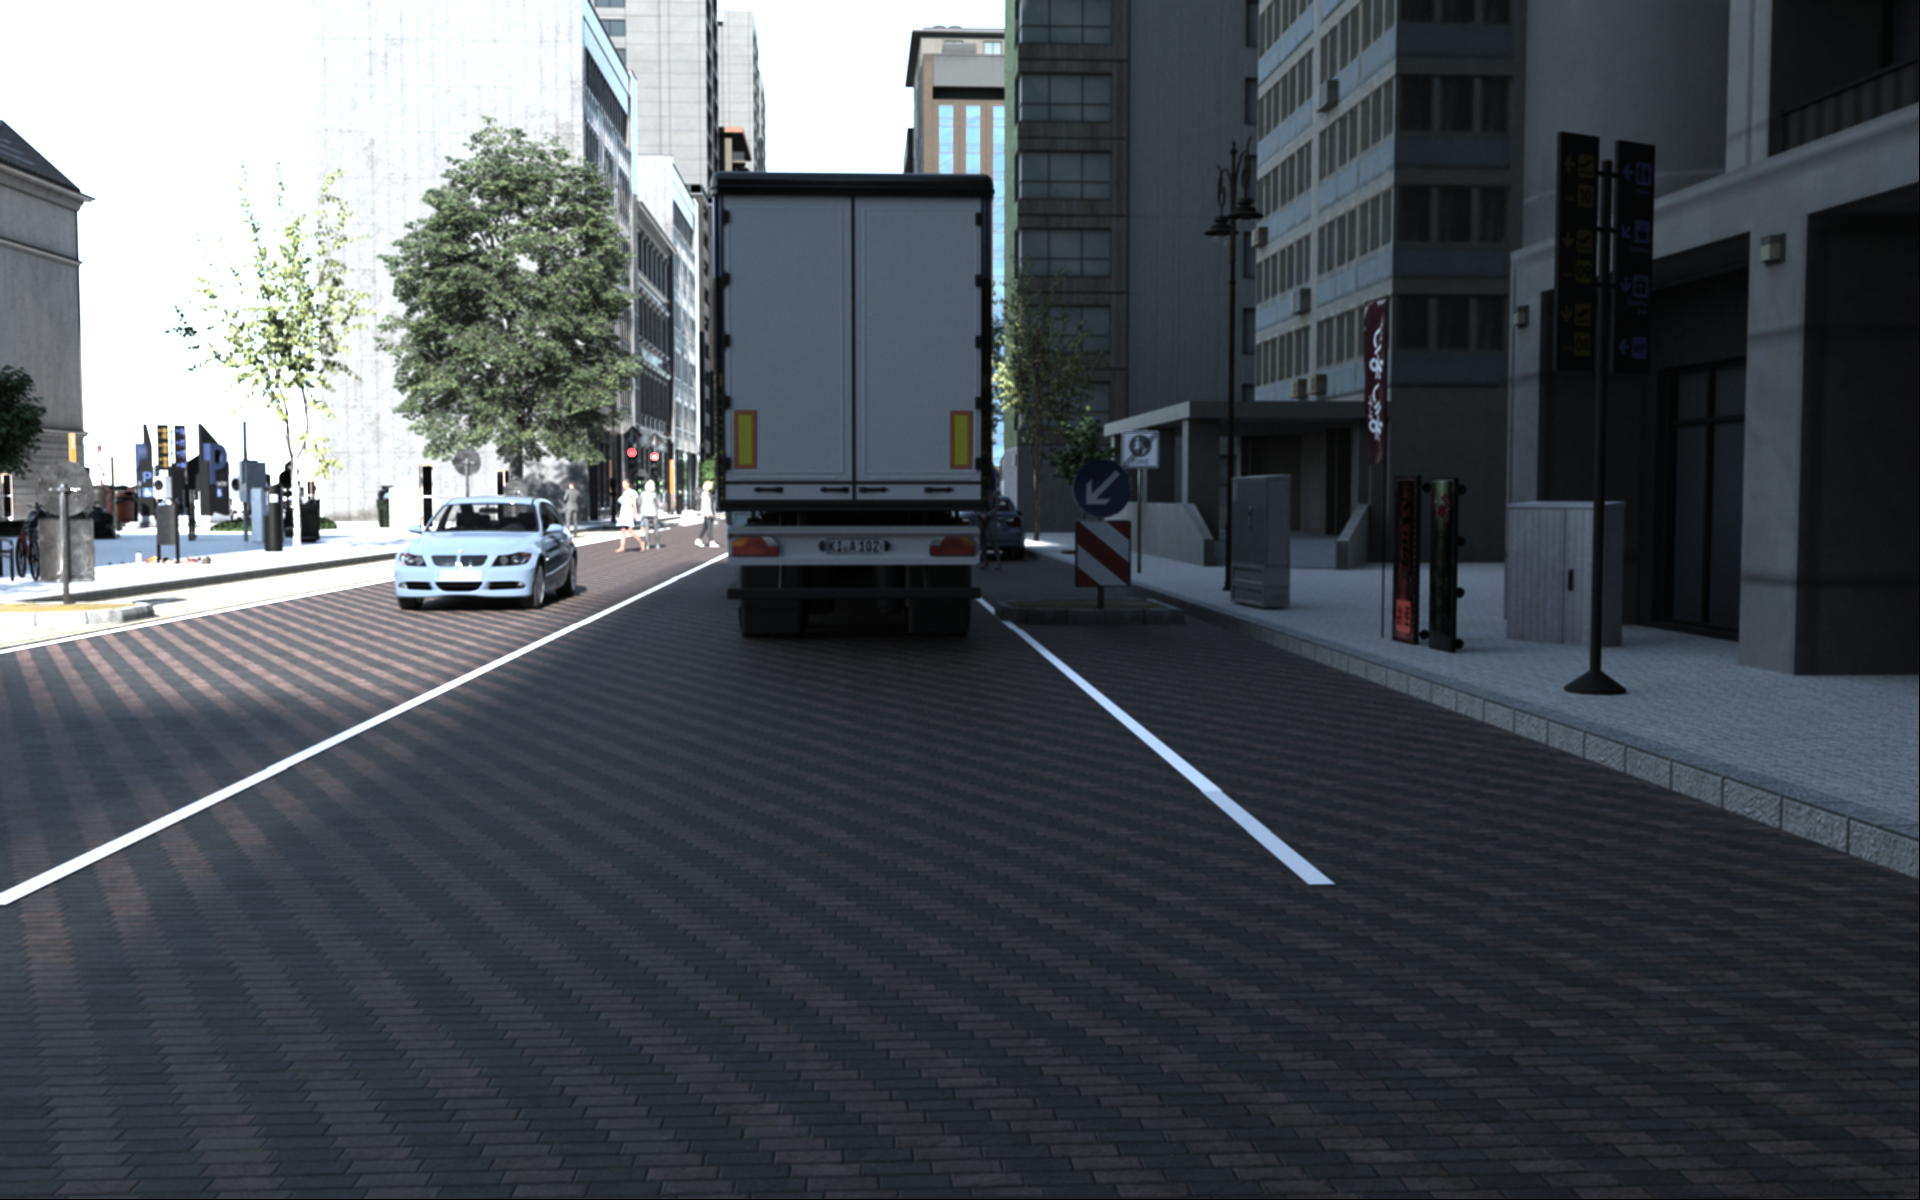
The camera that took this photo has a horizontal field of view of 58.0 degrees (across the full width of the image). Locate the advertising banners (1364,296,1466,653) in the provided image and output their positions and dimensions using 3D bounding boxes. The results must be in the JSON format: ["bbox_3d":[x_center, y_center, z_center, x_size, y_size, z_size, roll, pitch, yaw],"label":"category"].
[{"bbox_3d":[3.849,-1.141,14.842,0.090,3.025,2.074,-1,4,-8],"label":"advertising banners"}]

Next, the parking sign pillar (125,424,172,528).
[{"bbox_3d":[-30.967,-4.729,65.787,1.447,3.967,1.447,-2,4,-33],"label":"parking sign pillar"}]

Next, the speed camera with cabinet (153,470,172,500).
[{"bbox_3d":[-40.855,-5.690,87.374,2.038,3.252,0.660,1,4,12],"label":"speed camera with cabinet"}]

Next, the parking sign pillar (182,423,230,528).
[{"bbox_3d":[-28.605,-4.768,66.425,1.447,3.967,1.447,1,4,11],"label":"parking sign pillar"}]

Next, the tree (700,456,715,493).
[{"bbox_3d":[-20.502,-9.824,144.330,4.285,4.588,4.351,0,3,0],"label":"tree"}]

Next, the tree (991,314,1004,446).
[{"bbox_3d":[-0.135,-10.182,92.236,9.928,11.665,9.643,0,3,0],"label":"tree"}]

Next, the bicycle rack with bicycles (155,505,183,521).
[{"bbox_3d":[-39.181,-4.269,83.184,2.925,0.926,2.852,3,4,36],"label":"bicycle rack with bicycles"}]

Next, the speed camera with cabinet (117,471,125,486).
[{"bbox_3d":[-70.444,-9.256,145.671,0.660,3.252,2.038,-2,4,-33],"label":"speed camera with cabinet"}]

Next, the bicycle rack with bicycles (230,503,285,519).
[{"bbox_3d":[-28.238,-3.428,69.425,2.925,0.926,2.852,0,4,8],"label":"bicycle rack with bicycles"}]

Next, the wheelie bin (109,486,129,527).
[{"bbox_3d":[-32.602,-3.625,67.182,0.980,1.594,0.693,-1,4,-18],"label":"wheelie bin"}]

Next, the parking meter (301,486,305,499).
[{"bbox_3d":[-50.115,-7.712,131.796,0.399,1.863,0.255,1,4,10],"label":"parking meter"}]

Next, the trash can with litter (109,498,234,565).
[{"bbox_3d":[-14.369,-1.269,31.810,2.233,1.210,1.678,2,4,26],"label":"trash can with litter"}]

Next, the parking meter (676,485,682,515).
[{"bbox_3d":[-17.211,-6.140,106.097,0.255,1.863,0.399,-2,4,-26],"label":"parking meter"}]

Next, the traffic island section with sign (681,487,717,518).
[{"bbox_3d":[-15.353,-5.707,101.938,1.989,1.847,2.006,0,4,-3],"label":"traffic island section with sign"}]

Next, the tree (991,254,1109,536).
[{"bbox_3d":[2.406,-6.276,52.972,4.737,8.622,4.395,0,3,0],"label":"tree"}]

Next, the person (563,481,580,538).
[{"bbox_3d":[-12.630,-2.920,56.044,0.447,1.846,0.655,3,5,43],"label":"person"}]

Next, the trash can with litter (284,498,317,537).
[{"bbox_3d":[-19.649,-2.457,51.554,1.055,1.170,0.624,-1,4,-16],"label":"trash can with litter"}]

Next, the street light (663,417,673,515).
[{"bbox_3d":[-17.563,-8.039,104.223,0.468,5.910,1.993,0,4,-3],"label":"street light"}]

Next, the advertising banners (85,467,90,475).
[{"bbox_3d":[-55.594,-7.077,111.900,2.074,3.025,0.090,-1,4,-17],"label":"advertising banners"}]

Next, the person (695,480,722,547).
[{"bbox_3d":[-6.887,-2.365,47.350,0.728,1.800,0.709,1,4,14],"label":"person"}]

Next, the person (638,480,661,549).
[{"bbox_3d":[-8.145,-2.246,45.408,0.537,1.800,0.526,0,4,7],"label":"person"}]

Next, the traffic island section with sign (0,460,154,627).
[{"bbox_3d":[-10.287,-0.663,19.472,1.989,1.847,2.006,0,4,-3],"label":"traffic island section with sign"}]

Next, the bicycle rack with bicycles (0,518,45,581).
[{"bbox_3d":[-15.165,-0.769,25.949,2.852,0.926,2.925,-2,4,-32],"label":"bicycle rack with bicycles"}]

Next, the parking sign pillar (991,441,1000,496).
[{"bbox_3d":[1.399,-6.003,86.618,1.447,3.967,1.447,0,4,1],"label":"parking sign pillar"}]

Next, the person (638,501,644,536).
[{"bbox_3d":[-10.849,-2.813,59.175,0.352,1.250,0.332,1,4,22],"label":"person"}]

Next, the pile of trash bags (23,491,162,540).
[{"bbox_3d":[-25.111,-2.453,49.851,1.912,1.369,3.447,1,4,17],"label":"pile of trash bags"}]

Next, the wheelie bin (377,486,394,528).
[{"bbox_3d":[-21.743,-3.543,65.841,0.980,1.594,0.693,2,4,33],"label":"wheelie bin"}]

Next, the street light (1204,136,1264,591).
[{"bbox_3d":[3.586,-3.063,22.869,0.468,5.910,1.993,0,4,-3],"label":"street light"}]

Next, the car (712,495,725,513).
[{"bbox_3d":[-15.951,-6.333,115.548,2.014,1.417,4.499,0,4,-5],"label":"car"}]

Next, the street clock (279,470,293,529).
[{"bbox_3d":[-20.627,-2.971,53.152,0.471,2.002,0.358,-1,4,-11],"label":"street clock"}]

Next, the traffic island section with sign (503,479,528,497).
[{"bbox_3d":[-11.943,-2.309,46.378,1.989,1.847,2.006,0,4,-3],"label":"traffic island section with sign"}]

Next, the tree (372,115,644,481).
[{"bbox_3d":[-15.471,-9.397,60.295,9.857,13.997,8.962,0,3,0],"label":"tree"}]

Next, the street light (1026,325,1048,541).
[{"bbox_3d":[2.098,-4.565,47.420,0.468,5.910,1.993,0,4,-3],"label":"street light"}]

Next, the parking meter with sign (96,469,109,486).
[{"bbox_3d":[-59.493,-7.597,120.469,0.543,3.016,1.738,-1,4,-12],"label":"parking meter with sign"}]

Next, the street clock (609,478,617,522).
[{"bbox_3d":[-15.666,-4.505,78.222,0.358,2.002,0.471,-1,4,-17],"label":"street clock"}]

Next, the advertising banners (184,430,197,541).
[{"bbox_3d":[-21.307,-3.163,47.904,0.090,3.025,2.074,-1,4,-18],"label":"advertising banners"}]

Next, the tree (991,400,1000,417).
[{"bbox_3d":[-1.971,-12.241,117.148,9.611,12.733,9.660,0,3,0],"label":"tree"}]

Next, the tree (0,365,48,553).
[{"bbox_3d":[-21.588,-3.303,37.712,4.285,4.588,4.351,0,3,0],"label":"tree"}]

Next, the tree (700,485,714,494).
[{"bbox_3d":[-21.281,-9.424,148.688,1.663,3.219,1.824,0,3,0],"label":"tree"}]

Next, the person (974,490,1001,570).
[{"bbox_3d":[0.511,-1.479,32.963,0.520,1.790,0.573,0,4,-1],"label":"person"}]

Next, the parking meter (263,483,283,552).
[{"bbox_3d":[-15.294,-1.844,38.554,0.372,1.533,0.369,0,3,0],"label":"parking meter"}]

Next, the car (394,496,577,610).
[{"bbox_3d":[-6.207,-0.676,23.063,2.014,1.417,4.499,0,4,-4],"label":"car"}]

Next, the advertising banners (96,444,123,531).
[{"bbox_3d":[-29.839,-3.948,60.736,2.074,3.025,0.090,3,5,44],"label":"advertising banners"}]

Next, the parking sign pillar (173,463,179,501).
[{"bbox_3d":[-54.127,-8.020,119.592,1.447,3.967,1.447,2,4,27],"label":"parking sign pillar"}]

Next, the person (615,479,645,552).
[{"bbox_3d":[-8.198,-2.092,42.797,0.778,1.811,0.616,-3,4,-38],"label":"person"}]

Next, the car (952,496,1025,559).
[{"bbox_3d":[0.469,-1.673,39.349,2.014,1.417,4.499,0,4,-3],"label":"car"}]

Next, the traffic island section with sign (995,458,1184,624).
[{"bbox_3d":[1.428,-0.697,20.020,1.989,1.847,2.006,0,4,-3],"label":"traffic island section with sign"}]

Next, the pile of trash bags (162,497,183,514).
[{"bbox_3d":[-51.296,-6.192,110.996,3.447,1.369,1.912,1,4,12],"label":"pile of trash bags"}]

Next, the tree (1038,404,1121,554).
[{"bbox_3d":[2.766,-2.609,37.261,1.663,3.219,1.824,0,3,0],"label":"tree"}]

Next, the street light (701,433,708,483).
[{"bbox_3d":[-18.988,-9.526,128.535,0.468,5.910,1.993,0,4,-3],"label":"street light"}]

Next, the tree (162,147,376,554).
[{"bbox_3d":[-14.313,-5.282,36.730,4.737,8.622,4.395,0,3,0],"label":"tree"}]

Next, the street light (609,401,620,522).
[{"bbox_3d":[-15.927,-6.538,79.686,0.468,5.910,1.993,0,4,-3],"label":"street light"}]

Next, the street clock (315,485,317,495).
[{"bbox_3d":[-53.315,-8.471,143.067,0.358,2.002,0.471,0,4,6],"label":"street clock"}]

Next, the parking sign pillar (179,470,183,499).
[{"bbox_3d":[-45.885,-7.072,104.094,1.447,3.967,1.447,-1,4,-18],"label":"parking sign pillar"}]
